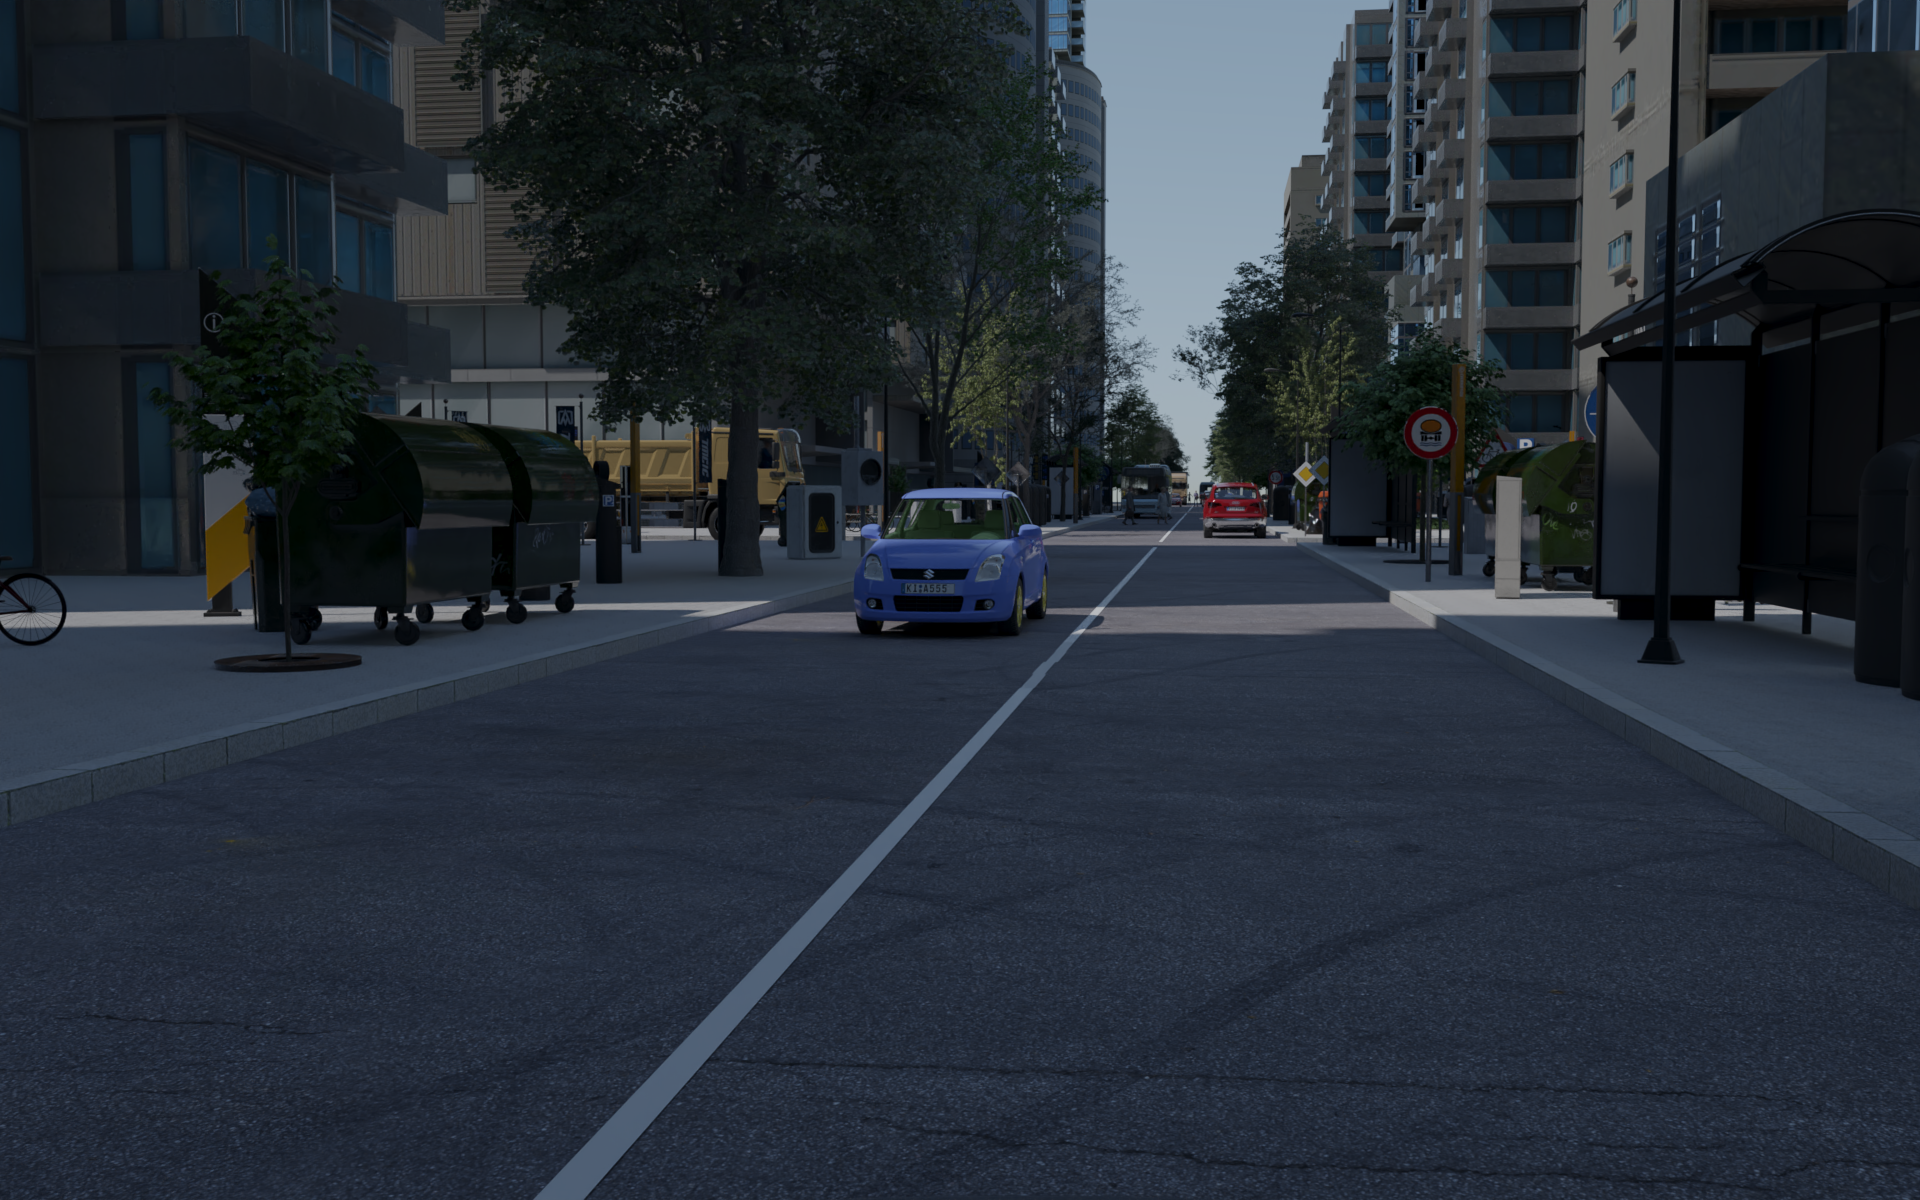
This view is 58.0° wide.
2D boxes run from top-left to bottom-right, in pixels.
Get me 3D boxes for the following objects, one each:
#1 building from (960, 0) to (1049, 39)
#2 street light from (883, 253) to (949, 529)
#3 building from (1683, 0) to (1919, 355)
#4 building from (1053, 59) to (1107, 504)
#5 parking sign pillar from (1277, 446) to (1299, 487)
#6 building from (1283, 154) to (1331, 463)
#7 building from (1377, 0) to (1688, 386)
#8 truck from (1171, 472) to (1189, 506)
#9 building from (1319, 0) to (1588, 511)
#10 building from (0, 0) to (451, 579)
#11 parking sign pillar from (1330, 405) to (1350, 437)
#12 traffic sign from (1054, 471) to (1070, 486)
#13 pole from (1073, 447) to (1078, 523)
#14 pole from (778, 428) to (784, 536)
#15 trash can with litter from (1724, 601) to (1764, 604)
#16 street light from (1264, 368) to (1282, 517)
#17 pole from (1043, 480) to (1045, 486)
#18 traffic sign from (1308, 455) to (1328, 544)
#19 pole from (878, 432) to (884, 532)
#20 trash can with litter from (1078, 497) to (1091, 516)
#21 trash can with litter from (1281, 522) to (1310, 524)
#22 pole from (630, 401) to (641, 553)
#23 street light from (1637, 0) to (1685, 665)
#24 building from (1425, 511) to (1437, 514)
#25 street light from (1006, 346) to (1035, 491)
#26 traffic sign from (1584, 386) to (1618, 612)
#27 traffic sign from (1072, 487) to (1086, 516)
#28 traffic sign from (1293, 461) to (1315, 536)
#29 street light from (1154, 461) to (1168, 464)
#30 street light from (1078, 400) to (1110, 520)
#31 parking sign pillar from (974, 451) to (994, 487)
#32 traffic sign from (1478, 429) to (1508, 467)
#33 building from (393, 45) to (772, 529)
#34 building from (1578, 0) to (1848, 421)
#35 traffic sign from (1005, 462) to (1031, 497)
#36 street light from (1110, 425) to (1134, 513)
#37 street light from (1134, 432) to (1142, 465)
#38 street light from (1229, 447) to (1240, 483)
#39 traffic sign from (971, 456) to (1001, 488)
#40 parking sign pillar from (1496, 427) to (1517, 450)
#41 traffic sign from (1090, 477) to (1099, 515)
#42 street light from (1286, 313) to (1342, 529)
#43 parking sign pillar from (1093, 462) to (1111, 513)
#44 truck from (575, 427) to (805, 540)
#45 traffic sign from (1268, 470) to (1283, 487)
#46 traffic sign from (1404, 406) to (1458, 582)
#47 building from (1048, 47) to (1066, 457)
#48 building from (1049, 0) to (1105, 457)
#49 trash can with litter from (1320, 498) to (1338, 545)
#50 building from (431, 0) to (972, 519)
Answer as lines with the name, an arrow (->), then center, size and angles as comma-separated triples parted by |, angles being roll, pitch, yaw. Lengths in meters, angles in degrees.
building -> -4.380, -36.793, 143.570 | 21.231, 58.520, 28.212 | 0, 4, 8
street light -> -0.907, -3.734, 33.587 | 1.470, 5.913, 1.316 | 0, 4, 8
building -> 23.008, -43.053, 16.596 | 22.319, 86.520, 31.000 | 0, 4, 8
building -> 8.383, -42.362, 234.618 | 21.231, 58.520, 28.212 | 0, 4, 8
parking sign pillar -> 18.090, -6.533, 95.293 | 1.447, 3.967, 1.447 | 1, 4, 9
building -> 56.336, -37.822, 242.087 | 21.300, 48.544, 21.600 | 0, 4, 8
building -> 44.292, -50.783, 142.981 | 22.319, 86.520, 31.000 | 0, 4, 8
truck -> 27.566, -14.082, 219.151 | 2.839, 4.237, 11.283 | 0, 4, 8
building -> 48.123, -33.942, 174.559 | 23.786, 49.044, 30.456 | 0, 4, 8
building -> -25.743, -24.950, 27.534 | 30.456, 49.044, 23.786 | 0, 4, 8
parking sign pillar -> 11.806, -3.892, 52.102 | 1.447, 3.967, 1.447 | 0, 4, 6
traffic sign -> 5.033, -5.179, 85.860 | 0.795, 2.450, 0.064 | 1, 4, 10
pole -> 5.050, -5.002, 75.621 | 0.158, 3.312, 0.155 | 0, 3, 0
pole -> -5.531, -3.653, 53.572 | 0.158, 3.312, 0.155 | 0, 3, 0
trash can with litter -> 9.843, -0.559, 20.201 | 1.678, 1.210, 2.233 | -3, 5, -42
street light -> 11.925, -5.596, 64.037 | 1.470, 5.913, 1.316 | 0, 4, 8
pole -> 5.144, -6.877, 106.288 | 0.158, 3.312, 0.155 | 0, 3, 0
traffic sign -> 9.338, -2.497, 44.465 | 0.795, 2.450, 0.064 | 0, 4, 8
pole -> -2.583, -3.841, 56.645 | 0.158, 3.312, 0.155 | 0, 3, 0
trash can with litter -> 7.108, -5.511, 101.496 | 1.055, 1.170, 0.624 | -1, 4, -21
trash can with litter -> 15.057, -3.894, 74.717 | 1.678, 1.210, 2.233 | -3, 4, -36
pole -> -7.038, -2.673, 37.555 | 0.158, 3.312, 0.155 | 0, 3, 0
street light -> 4.799, -2.479, 13.081 | 1.470, 5.913, 1.316 | 0, 4, 8
building -> 40.552, -29.870, 107.981 | 23.786, 49.044, 30.456 | 0, 4, 8
street light -> 2.018, -4.979, 53.944 | 1.470, 5.913, 1.316 | 0, 4, 8
traffic sign -> 7.151, -1.142, 18.776 | 0.768, 2.556, 0.104 | 1, 4, 16
traffic sign -> 6.141, -6.453, 99.379 | 2.265, 3.308, 0.079 | 1, 4, 15
traffic sign -> 10.453, -2.980, 52.373 | 0.795, 2.450, 0.064 | 0, 4, 8
street light -> 24.346, -14.651, 212.090 | 1.470, 5.913, 1.316 | 0, 4, 8
street light -> 6.457, -6.888, 85.162 | 1.470, 5.913, 1.316 | 0, 4, 8
parking sign pillar -> 1.485, -7.247, 106.962 | 1.447, 3.967, 1.447 | 3, 5, 43
traffic sign -> 10.642, -2.114, 34.573 | 0.884, 2.594, 0.081 | 1, 4, 13
building -> -18.256, -29.801, 76.489 | 28.713, 52.752, 27.495 | 0, 4, 8
building -> 36.331, -27.134, 67.350 | 21.600, 48.544, 21.300 | 0, 4, 8
traffic sign -> 1.797, -3.056, 53.609 | 0.795, 2.450, 0.064 | 0, 4, 8
street light -> 10.713, -8.779, 116.075 | 1.470, 5.913, 1.316 | 0, 4, 8
street light -> 12.613, -9.583, 129.218 | 1.470, 5.913, 1.316 | 0, 4, 8
street light -> 22.679, -10.240, 139.969 | 1.470, 5.913, 1.316 | 0, 4, 8
traffic sign -> 0.682, -2.572, 45.702 | 0.795, 2.450, 0.064 | 0, 4, 8
parking sign pillar -> 20.133, -4.627, 64.128 | 1.447, 3.967, 1.447 | -3, 5, -41
traffic sign -> 8.047, -6.445, 105.481 | 0.768, 2.556, 0.104 | 1, 4, 17
street light -> 9.182, -4.397, 44.438 | 1.470, 5.913, 1.316 | 0, 4, 8
parking sign pillar -> 9.851, -8.025, 119.684 | 1.447, 3.967, 1.447 | 2, 4, 26
truck -> -8.652, -3.372, 51.056 | 9.791, 3.379, 3.469 | 0, 4, 7
traffic sign -> 16.873, -5.656, 92.581 | 0.768, 2.556, 0.104 | 1, 4, 15
traffic sign -> 6.843, -1.537, 25.238 | 0.768, 2.556, 0.104 | 1, 4, 11
building -> -1.244, -33.846, 172.986 | 23.786, 49.044, 30.456 | 0, 4, 8
building -> 11.333, -58.136, 263.191 | 22.319, 86.520, 31.000 | 0, 4, 8
trash can with litter -> 9.569, -1.960, 43.427 | 1.055, 1.170, 0.624 | 0, 4, 7
building -> -14.268, -31.955, 111.706 | 28.713, 52.752, 27.495 | 0, 4, 8
